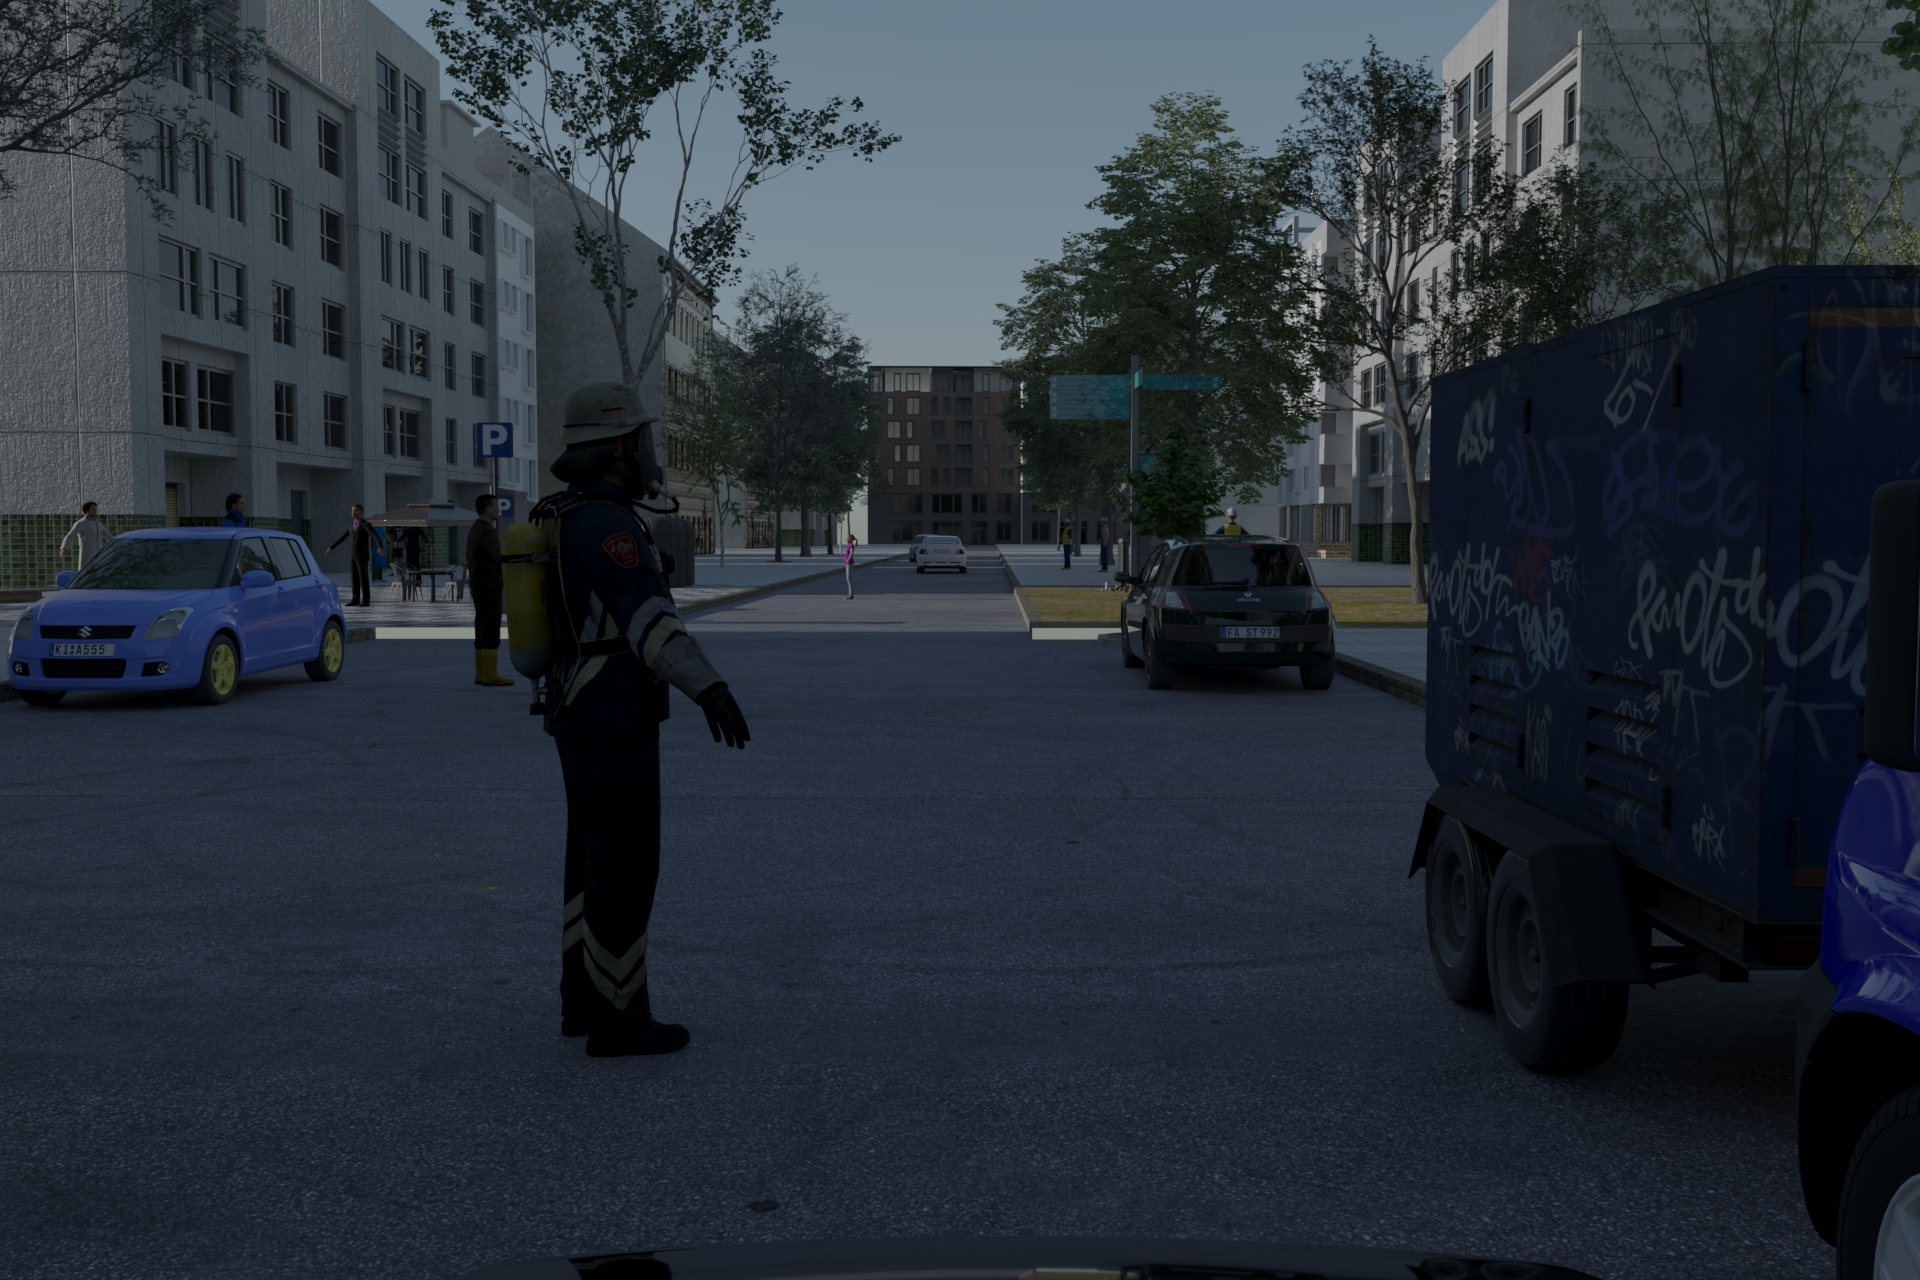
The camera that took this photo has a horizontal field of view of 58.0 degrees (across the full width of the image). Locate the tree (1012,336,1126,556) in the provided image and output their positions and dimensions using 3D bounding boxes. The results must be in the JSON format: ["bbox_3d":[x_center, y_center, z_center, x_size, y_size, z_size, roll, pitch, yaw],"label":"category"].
[{"bbox_3d":[6.512,-11.034,98.533,7.486,12.596,7.792,0,3,0],"label":"tree"}]

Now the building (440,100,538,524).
[{"bbox_3d":[-27.116,-13.494,77.048,16.016,20.090,11.380,0,4,1],"label":"building"}]

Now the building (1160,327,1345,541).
[{"bbox_3d":[26.453,-17.758,156.800,16.747,18.905,31.486,0,4,1],"label":"building"}]

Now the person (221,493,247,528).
[{"bbox_3d":[-9.656,-1.053,23.197,0.704,1.831,1.345,-1,4,-9],"label":"person"}]

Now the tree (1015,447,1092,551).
[{"bbox_3d":[7.719,-11.968,130.094,7.601,10.594,8.767,-2,4,-24],"label":"tree"}]

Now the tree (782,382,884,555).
[{"bbox_3d":[-8.295,-11.169,108.368,9.928,11.665,9.643,0,3,0],"label":"tree"}]

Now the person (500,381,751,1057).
[{"bbox_3d":[-0.962,0.206,4.872,0.705,1.856,1.354,-2,4,-30],"label":"person"}]

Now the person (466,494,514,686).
[{"bbox_3d":[-4.450,-0.479,16.428,0.704,1.812,1.346,-2,4,-33],"label":"person"}]

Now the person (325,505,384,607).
[{"bbox_3d":[-10.646,-1.492,30.620,1.346,1.802,0.704,2,4,26],"label":"person"}]

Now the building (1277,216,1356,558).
[{"bbox_3d":[24.516,-15.152,104.154,16.016,20.090,11.380,0,4,1],"label":"building"}]

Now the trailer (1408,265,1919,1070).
[{"bbox_3d":[2.201,0.085,5.660,1.471,1.999,3.904,0,3,0],"label":"trailer"}]

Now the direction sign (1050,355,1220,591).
[{"bbox_3d":[2.608,-2.243,25.434,2.525,3.948,1.411,0,4,1],"label":"direction sign"}]

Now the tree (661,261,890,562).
[{"bbox_3d":[-8.240,-10.279,78.427,12.009,13.543,11.850,0,3,0],"label":"tree"}]

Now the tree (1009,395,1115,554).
[{"bbox_3d":[7.143,-11.277,110.131,9.928,11.665,9.643,0,3,0],"label":"tree"}]

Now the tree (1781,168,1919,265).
[{"bbox_3d":[18.225,-5.107,33.866,4.737,8.622,4.395,0,3,0],"label":"tree"}]

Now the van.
[{"bbox_3d":[2.218,0.237,0.509,2.240,2.365,5.245,0,4,1],"label":"van"}]

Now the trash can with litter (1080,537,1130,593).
[{"bbox_3d":[3.572,-1.687,38.636,1.678,1.210,2.233,0,4,0],"label":"trash can with litter"}]

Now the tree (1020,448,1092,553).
[{"bbox_3d":[7.867,-11.889,120.143,9.928,11.665,9.643,0,3,0],"label":"tree"}]

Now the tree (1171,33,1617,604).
[{"bbox_3d":[8.390,-5.969,32.013,8.767,10.594,7.601,-1,4,-23],"label":"tree"}]

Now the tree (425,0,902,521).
[{"bbox_3d":[-8.131,-11.805,48.897,12.611,20.169,13.585,0,3,0],"label":"tree"}]

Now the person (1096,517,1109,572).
[{"bbox_3d":[4.804,-3.193,58.057,0.705,1.847,1.347,0,4,-7],"label":"person"}]

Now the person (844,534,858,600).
[{"bbox_3d":[-2.470,-1.606,37.988,0.599,1.433,0.991,0,4,-7],"label":"person"}]

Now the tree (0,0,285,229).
[{"bbox_3d":[-12.543,-6.562,17.660,12.009,13.543,11.850,0,3,0],"label":"tree"}]

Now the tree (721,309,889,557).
[{"bbox_3d":[-8.741,-11.661,97.310,9.857,13.997,8.962,0,3,0],"label":"tree"}]

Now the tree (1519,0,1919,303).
[{"bbox_3d":[8.741,-4.157,18.331,4.360,8.622,3.978,0,3,0],"label":"tree"}]

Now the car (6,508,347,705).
[{"bbox_3d":[-6.983,-0.371,15.655,1.945,1.707,3.694,0,4,1],"label":"car"}]

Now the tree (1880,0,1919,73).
[{"bbox_3d":[8.540,-5.533,8.600,7.486,12.596,7.792,0,3,0],"label":"tree"}]

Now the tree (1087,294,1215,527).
[{"bbox_3d":[6.146,-6.292,53.231,4.360,8.622,3.978,0,3,0],"label":"tree"}]

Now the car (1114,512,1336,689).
[{"bbox_3d":[2.591,-0.464,17.371,2.009,1.686,4.222,0,4,1],"label":"car"}]

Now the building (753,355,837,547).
[{"bbox_3d":[-23.158,-19.601,186.941,16.747,18.905,31.486,0,4,2],"label":"building"}]

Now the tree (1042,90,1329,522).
[{"bbox_3d":[5.943,-7.788,45.454,7.486,12.596,7.792,0,3,0],"label":"tree"}]

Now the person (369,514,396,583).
[{"bbox_3d":[-15.412,-2.434,45.918,0.704,1.817,1.347,1,4,12],"label":"person"}]

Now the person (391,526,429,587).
[{"bbox_3d":[-13.348,-2.166,42.130,0.721,1.740,1.216,2,4,27],"label":"person"}]

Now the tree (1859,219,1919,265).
[{"bbox_3d":[21.962,-5.568,41.398,4.360,8.622,3.978,0,3,0],"label":"tree"}]

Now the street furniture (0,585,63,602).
[{"bbox_3d":[-22.809,-1.545,32.114,9.812,1.723,11.010,2,4,27],"label":"street furniture"}]

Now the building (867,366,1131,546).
[{"bbox_3d":[4.696,-22.827,219.651,32.646,21.610,27.936,0,4,-2],"label":"building"}]

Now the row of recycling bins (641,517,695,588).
[{"bbox_3d":[-7.117,-2.162,42.468,1.069,1.692,3.534,0,4,0],"label":"row of recycling bins"}]

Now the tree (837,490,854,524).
[{"bbox_3d":[-16.489,-18.208,215.821,7.486,12.596,7.792,0,3,0],"label":"tree"}]

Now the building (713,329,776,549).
[{"bbox_3d":[-27.251,-19.939,156.931,19.493,23.208,18.063,0,4,2],"label":"building"}]

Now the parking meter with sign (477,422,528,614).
[{"bbox_3d":[-7.240,-1.937,27.933,0.543,3.016,1.738,0,4,1],"label":"parking meter with sign"}]

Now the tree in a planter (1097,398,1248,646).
[{"bbox_3d":[2.825,-1.561,22.744,1.991,3.239,1.994,0,4,1],"label":"tree in a planter"}]

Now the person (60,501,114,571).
[{"bbox_3d":[-14.014,-1.334,27.995,0.705,1.806,1.347,1,4,21],"label":"person"}]

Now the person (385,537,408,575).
[{"bbox_3d":[-17.690,-2.786,54.818,0.991,1.433,0.599,-1,4,-21],"label":"person"}]

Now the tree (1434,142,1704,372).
[{"bbox_3d":[15.104,-6.579,41.972,7.601,10.594,8.767,0,4,6],"label":"tree"}]

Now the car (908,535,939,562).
[{"bbox_3d":[-1.681,-4.753,89.720,2.014,1.417,4.499,0,4,1],"label":"car"}]

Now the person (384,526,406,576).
[{"bbox_3d":[-17.210,-2.862,52.941,0.704,1.843,1.345,3,5,42],"label":"person"}]

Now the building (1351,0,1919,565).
[{"bbox_3d":[26.327,-12.130,64.780,16.747,18.905,31.486,0,4,1],"label":"building"}]

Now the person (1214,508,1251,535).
[{"bbox_3d":[5.034,-1.582,32.335,1.216,1.772,0.721,-1,4,-9],"label":"person"}]

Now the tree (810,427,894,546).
[{"bbox_3d":[-8.357,-11.713,125.921,7.601,10.594,8.767,-2,4,-31],"label":"tree"}]

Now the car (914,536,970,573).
[{"bbox_3d":[-0.673,-3.180,64.351,2.083,1.381,4.827,0,4,0],"label":"car"}]

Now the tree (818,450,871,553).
[{"bbox_3d":[-8.098,-10.182,116.835,4.360,8.622,3.978,0,3,0],"label":"tree"}]

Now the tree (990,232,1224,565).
[{"bbox_3d":[5.998,-10.080,71.457,9.857,13.997,8.962,0,3,0],"label":"tree"}]

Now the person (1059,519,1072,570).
[{"bbox_3d":[3.830,-3.454,62.438,0.705,1.833,1.349,-1,4,-12],"label":"person"}]

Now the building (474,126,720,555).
[{"bbox_3d":[-25.225,-16.630,102.835,19.493,23.208,18.063,0,4,0],"label":"building"}]

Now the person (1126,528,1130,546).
[{"bbox_3d":[5.996,-3.270,59.238,0.705,1.858,1.354,2,4,25],"label":"person"}]

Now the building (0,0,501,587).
[{"bbox_3d":[-27.924,-11.647,56.894,16.747,18.905,31.486,0,4,1],"label":"building"}]

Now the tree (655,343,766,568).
[{"bbox_3d":[-9.238,-7.074,66.017,4.737,8.622,4.395,0,3,0],"label":"tree"}]
